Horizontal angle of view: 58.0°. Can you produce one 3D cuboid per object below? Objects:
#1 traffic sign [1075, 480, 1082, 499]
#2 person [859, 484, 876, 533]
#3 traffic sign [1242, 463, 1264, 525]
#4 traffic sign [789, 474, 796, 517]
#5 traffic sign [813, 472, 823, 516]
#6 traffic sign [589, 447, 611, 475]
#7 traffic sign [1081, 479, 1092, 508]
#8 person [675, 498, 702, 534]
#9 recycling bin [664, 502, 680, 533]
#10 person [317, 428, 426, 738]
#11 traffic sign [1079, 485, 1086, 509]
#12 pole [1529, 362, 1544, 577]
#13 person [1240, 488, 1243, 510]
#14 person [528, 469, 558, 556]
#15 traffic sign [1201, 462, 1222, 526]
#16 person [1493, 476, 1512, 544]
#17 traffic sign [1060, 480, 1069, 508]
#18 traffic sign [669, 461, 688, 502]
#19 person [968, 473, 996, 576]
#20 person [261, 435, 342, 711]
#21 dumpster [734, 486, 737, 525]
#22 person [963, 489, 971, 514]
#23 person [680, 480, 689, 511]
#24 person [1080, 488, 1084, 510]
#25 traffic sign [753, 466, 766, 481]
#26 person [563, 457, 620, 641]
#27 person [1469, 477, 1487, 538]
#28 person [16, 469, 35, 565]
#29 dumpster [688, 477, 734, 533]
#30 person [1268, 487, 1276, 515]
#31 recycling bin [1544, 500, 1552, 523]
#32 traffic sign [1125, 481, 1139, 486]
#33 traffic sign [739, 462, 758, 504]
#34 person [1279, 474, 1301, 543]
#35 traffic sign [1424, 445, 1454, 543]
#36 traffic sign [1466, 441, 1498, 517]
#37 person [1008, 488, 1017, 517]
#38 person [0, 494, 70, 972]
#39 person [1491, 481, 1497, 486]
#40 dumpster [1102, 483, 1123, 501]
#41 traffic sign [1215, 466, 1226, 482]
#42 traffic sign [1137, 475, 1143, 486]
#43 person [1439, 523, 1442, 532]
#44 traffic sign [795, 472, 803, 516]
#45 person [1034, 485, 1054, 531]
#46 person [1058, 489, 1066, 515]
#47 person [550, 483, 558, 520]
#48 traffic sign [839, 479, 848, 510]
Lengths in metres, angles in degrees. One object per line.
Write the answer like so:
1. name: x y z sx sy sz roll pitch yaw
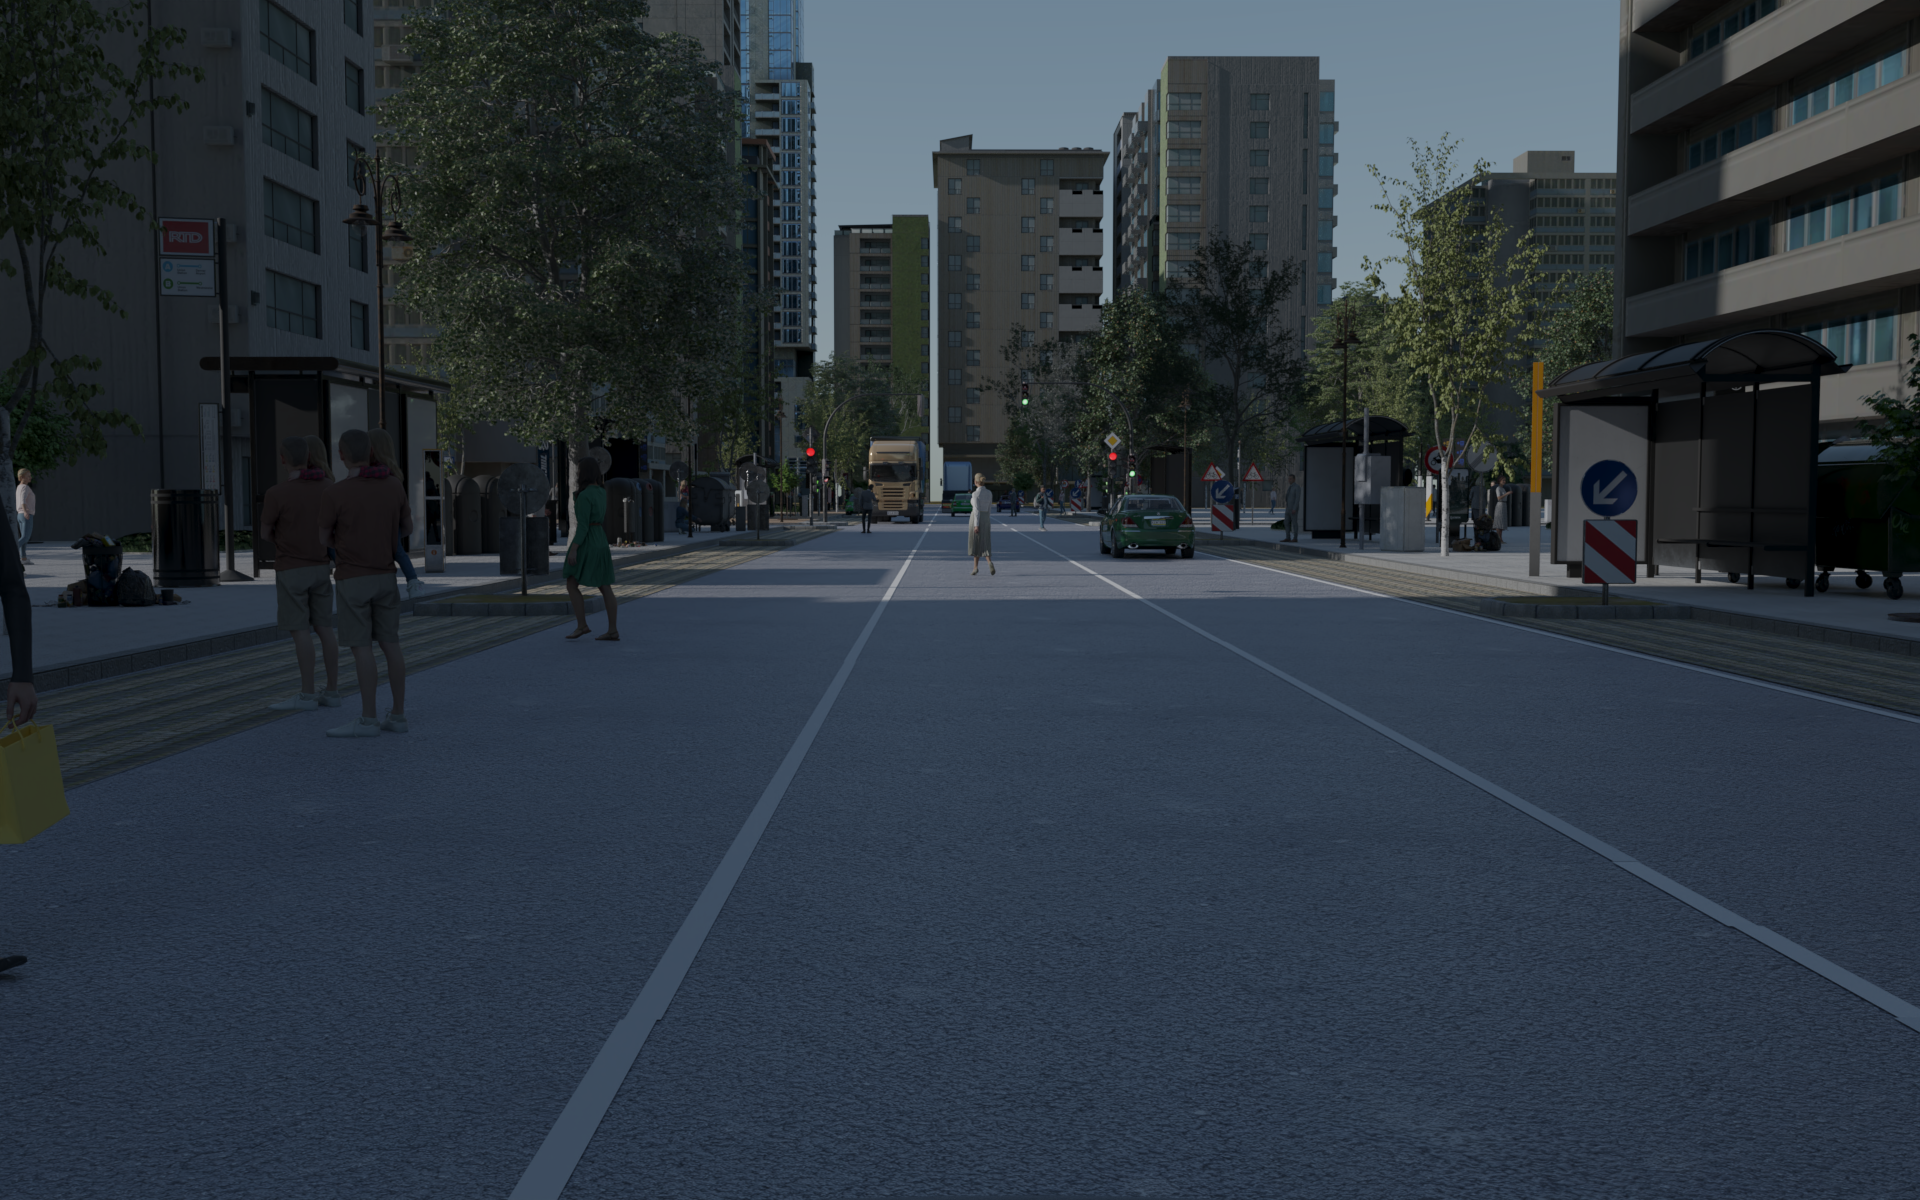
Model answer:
1. traffic sign: 10.454 -9.313 152.376 0.768 2.556 0.104 0 4 3
2. person: -3.383 -3.344 63.354 0.592 1.802 0.473 1 4 19
3. traffic sign: 12.031 -4.353 71.180 0.884 2.594 0.081 0 4 0
4. traffic sign: -9.432 -5.878 96.203 0.768 2.556 0.104 0 4 5
5. traffic sign: -8.327 -6.234 102.025 0.768 2.556 0.104 0 4 2
6. traffic sign: -9.771 -2.849 46.679 0.768 2.556 0.104 1 4 9
7. traffic sign: 9.815 -8.198 134.036 0.884 2.594 0.081 0 4 0
8. person: -8.786 -2.675 55.273 0.738 1.151 1.012 -2 4 -34
9. recycling bin: -9.870 -2.791 58.192 0.722 1.027 0.722 -3 4 -36
10. person: -3.517 -0.117 10.383 0.573 1.828 0.580 0 4 -7
11. traffic sign: 10.735 -9.211 150.601 0.884 2.594 0.081 0 4 8
12. pole: 8.960 -2.023 26.921 0.158 3.312 0.155 0 3 0
13. person: 22.828 -8.267 141.426 0.699 1.804 1.509 2 4 34
14. person: -8.572 -1.753 34.977 0.850 1.792 0.678 -2 4 -29
15. traffic sign: 10.178 -4.287 70.102 0.884 2.594 0.081 0 4 1
16. person: 14.080 -2.336 44.803 0.524 1.755 0.480 2 4 34
17. traffic sign: 9.271 -9.398 153.766 0.768 2.556 0.104 0 4 8
18. traffic sign: -10.825 -4.076 66.756 0.768 2.556 0.104 0 4 2
19. person: 0.405 -1.326 30.398 0.478 1.798 0.641 -2 4 -30
20. person: -4.364 -0.192 11.612 0.573 1.828 0.580 -1 4 -15
21. dumpster: -9.748 -3.930 70.022 1.264 1.857 1.865 0 4 0
22. person: 0.623 -6.979 122.881 0.850 1.792 0.678 1 4 11
23. person: -10.880 -3.809 68.295 0.573 1.828 0.580 -3 4 -37
24. person: 9.571 -7.949 136.563 0.362 1.759 0.519 2 4 31
25. traffic sign: -9.249 -4.837 79.188 0.768 2.556 0.104 1 4 8
26. person: -3.589 -0.496 16.854 0.529 1.795 0.600 0 4 3
27. person: 15.277 -2.747 51.147 0.537 1.800 0.526 0 3 0
28. person: -16.952 -1.499 31.229 0.731 1.740 0.598 3 4 37
29. dumpster: -8.448 -3.221 58.419 1.264 1.857 1.865 0 4 0
30. person: 19.280 -6.123 106.829 0.598 1.740 0.731 -2 4 -28
31. recycling bin: 26.762 -4.006 78.048 0.722 1.027 0.722 1 4 12
32. traffic sign: 10.650 -6.574 107.487 0.884 2.594 0.081 0 4 0
33. traffic sign: -8.435 -4.219 69.081 0.768 2.556 0.104 0 4 5
34. person: 8.812 -2.434 45.932 0.391 1.810 0.635 -2 4 -24
35. traffic sign: 12.507 -2.765 45.309 0.768 2.556 0.104 0 4 6
36. traffic sign: 12.367 -2.507 41.102 0.768 2.556 0.104 0 4 0
37. person: 3.321 -6.202 110.071 0.590 1.801 0.661 1 4 10
38. person: -3.435 0.213 5.241 1.509 1.804 0.699 2 4 24
39. person: 22.008 -3.969 70.960 0.620 1.820 0.660 -2 4 -24
40. dumpster: 11.640 -7.921 132.002 1.502 2.255 1.985 0 4 -1
41. traffic sign: 12.119 -5.005 81.567 0.795 2.593 0.064 0 4 6
42. traffic sign: 11.443 -6.850 112.104 0.768 2.556 0.104 0 4 1
43. person: 16.608 -3.228 59.101 0.850 1.792 0.678 -2 4 -29
44. traffic sign: -9.463 -6.087 99.532 0.884 2.594 0.081 0 4 4
45. person: 3.217 -3.571 67.227 0.721 1.781 0.623 2 4 35
46. person: 6.843 -6.512 115.561 0.643 1.750 0.593 -1 4 -9
47. person: -20.264 -4.952 86.813 0.655 1.846 0.447 0 4 5
48. traffic sign: -9.543 -8.693 142.240 0.768 2.556 0.104 0 4 7
